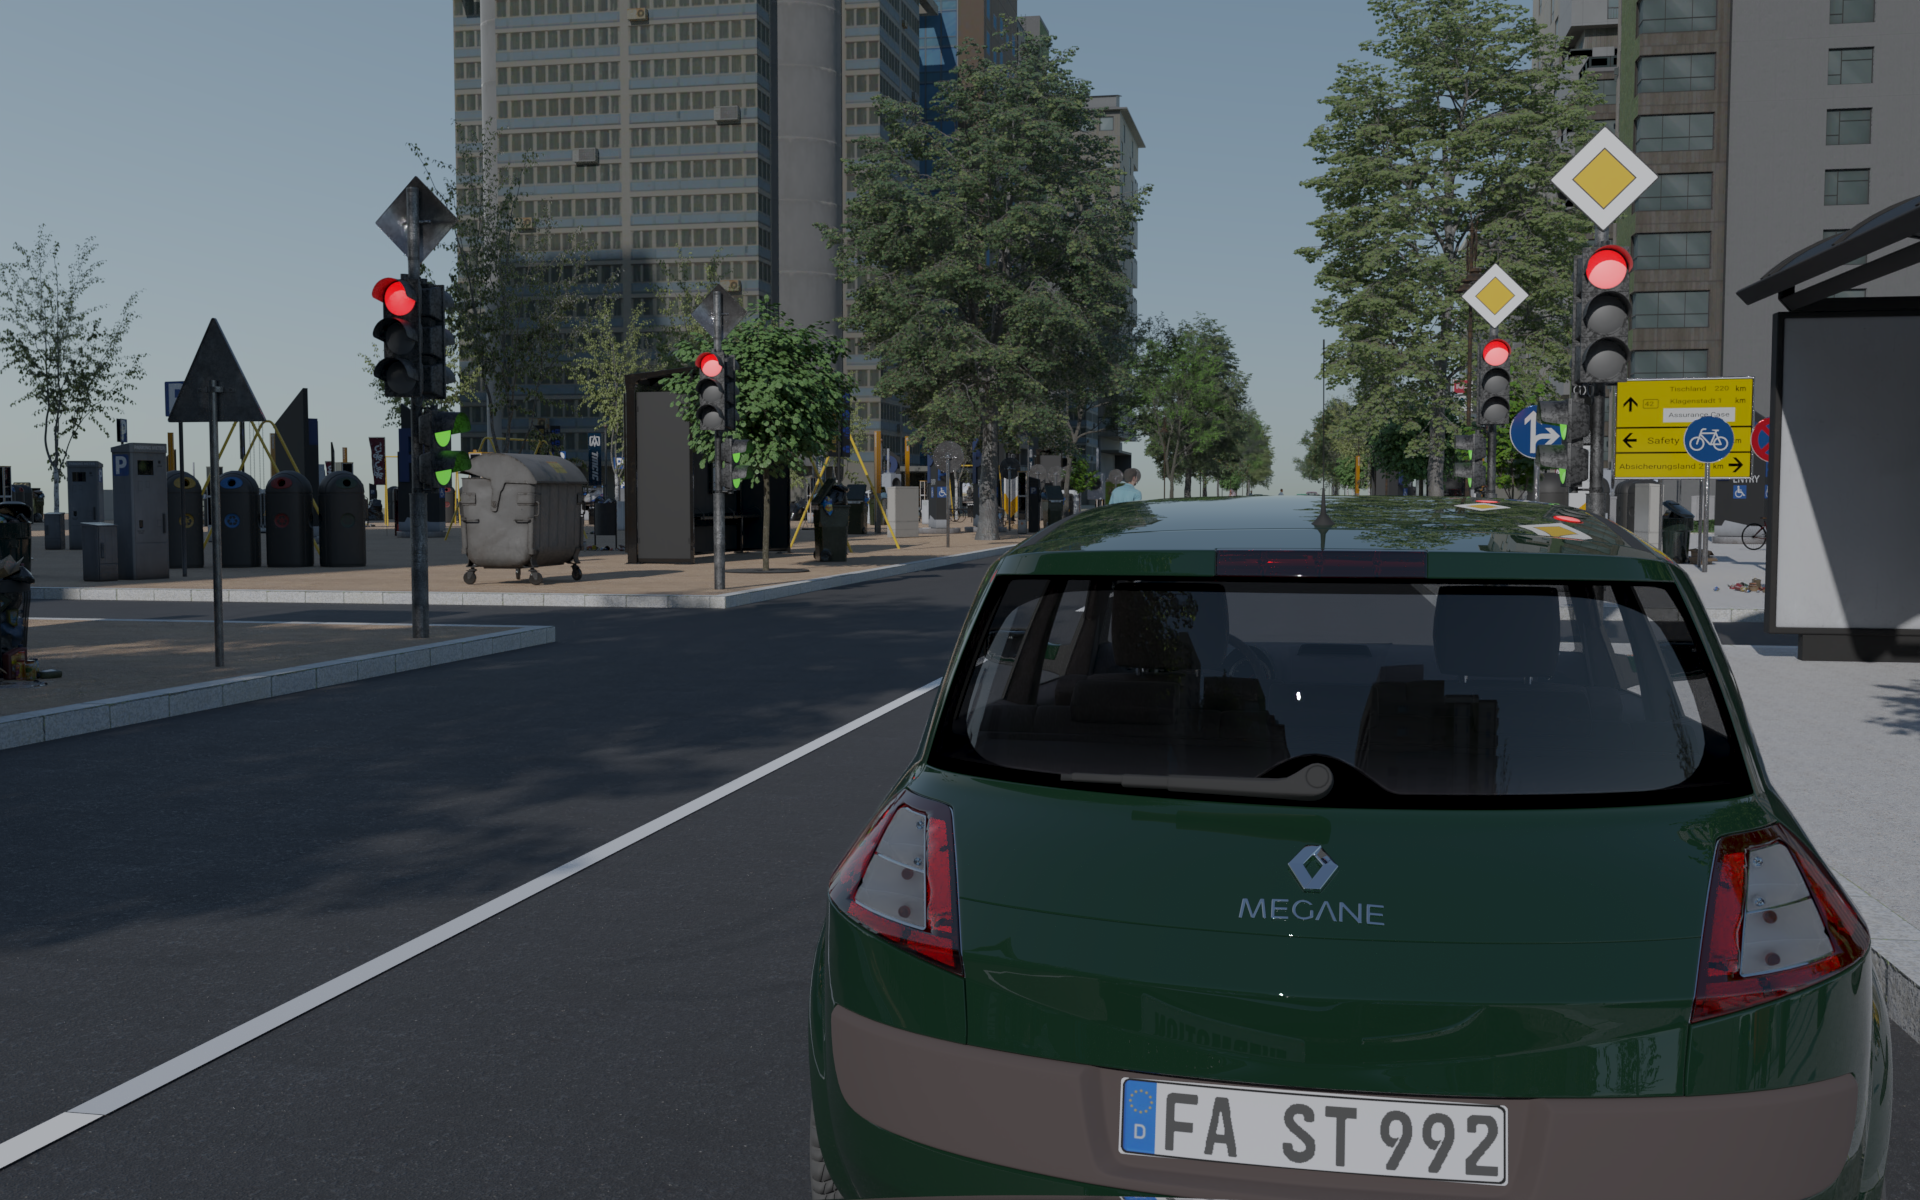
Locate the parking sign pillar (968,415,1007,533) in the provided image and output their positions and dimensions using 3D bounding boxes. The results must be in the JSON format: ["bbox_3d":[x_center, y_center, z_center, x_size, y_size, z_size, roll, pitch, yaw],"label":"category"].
[{"bbox_3d":[0.867,-4.270,58.293,1.447,3.967,1.447,-1,4,-21],"label":"parking sign pillar"}]

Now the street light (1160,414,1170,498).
[{"bbox_3d":[11.664,-7.702,98.707,0.468,5.910,1.993,1,4,11],"label":"street light"}]

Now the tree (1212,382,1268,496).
[{"bbox_3d":[25.514,-15.979,171.630,12.009,13.543,11.850,0,3,0],"label":"tree"}]

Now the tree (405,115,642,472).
[{"bbox_3d":[-8.949,-5.120,34.075,4.360,8.622,3.978,0,3,0],"label":"tree"}]

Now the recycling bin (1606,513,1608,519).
[{"bbox_3d":[8.098,-0.643,23.061,0.722,1.027,0.722,-2,4,-30],"label":"recycling bin"}]

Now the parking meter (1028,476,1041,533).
[{"bbox_3d":[2.479,-3.169,57.519,0.399,1.863,0.255,1,4,17],"label":"parking meter"}]

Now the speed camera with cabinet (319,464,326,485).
[{"bbox_3d":[-18.425,-3.379,49.577,0.660,3.252,2.038,-2,4,-24],"label":"speed camera with cabinet"}]

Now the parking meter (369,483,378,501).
[{"bbox_3d":[-31.384,-5.318,92.658,0.399,1.863,0.255,-1,4,-9],"label":"parking meter"}]

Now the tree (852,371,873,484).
[{"bbox_3d":[-6.838,-8.960,96.853,4.737,8.622,4.395,0,3,0],"label":"tree"}]

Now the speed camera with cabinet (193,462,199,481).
[{"bbox_3d":[-48.283,-6.941,107.816,2.038,3.252,0.660,2,4,30],"label":"speed camera with cabinet"}]

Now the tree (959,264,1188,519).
[{"bbox_3d":[4.064,-8.011,65.397,8.767,10.594,7.601,-1,4,-16],"label":"tree"}]

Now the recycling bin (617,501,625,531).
[{"bbox_3d":[-11.584,-2.966,61.049,0.722,1.027,0.722,3,4,36],"label":"recycling bin"}]

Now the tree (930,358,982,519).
[{"bbox_3d":[0.053,-8.372,87.245,4.360,8.622,3.978,0,3,0],"label":"tree"}]

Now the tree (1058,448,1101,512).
[{"bbox_3d":[5.111,-4.744,72.167,1.663,3.219,1.824,0,3,0],"label":"tree"}]

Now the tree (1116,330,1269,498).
[{"bbox_3d":[13.530,-11.343,111.218,9.928,11.665,9.643,0,3,0],"label":"tree"}]

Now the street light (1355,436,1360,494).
[{"bbox_3d":[23.723,-8.015,103.826,0.468,5.910,1.993,1,4,11],"label":"street light"}]

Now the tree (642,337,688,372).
[{"bbox_3d":[-13.680,-7.925,79.936,4.360,8.622,3.978,0,3,0],"label":"tree"}]

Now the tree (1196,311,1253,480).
[{"bbox_3d":[16.153,-13.214,122.696,9.857,13.997,8.962,0,3,0],"label":"tree"}]

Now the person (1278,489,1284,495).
[{"bbox_3d":[23.356,-7.172,125.743,0.705,1.826,1.348,-2,4,-26],"label":"person"}]

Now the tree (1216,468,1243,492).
[{"bbox_3d":[29.778,-12.638,190.347,4.285,4.588,4.351,0,3,0],"label":"tree"}]

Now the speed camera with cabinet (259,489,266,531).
[{"bbox_3d":[-23.589,-4.000,59.735,0.660,3.252,2.038,2,4,32],"label":"speed camera with cabinet"}]

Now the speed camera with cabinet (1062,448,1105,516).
[{"bbox_3d":[5.166,-4.879,74.112,2.038,3.252,0.660,1,4,17],"label":"speed camera with cabinet"}]

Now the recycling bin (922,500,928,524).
[{"bbox_3d":[-1.151,-3.729,73.525,0.722,1.027,0.722,2,4,26],"label":"recycling bin"}]

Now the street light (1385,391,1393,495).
[{"bbox_3d":[15.260,-5.449,61.883,0.468,5.910,1.993,1,4,11],"label":"street light"}]

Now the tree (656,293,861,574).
[{"bbox_3d":[-3.273,-2.734,28.409,4.285,4.588,4.351,0,3,0],"label":"tree"}]

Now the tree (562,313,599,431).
[{"bbox_3d":[-12.733,-7.031,65.318,4.737,8.622,4.395,0,3,0],"label":"tree"}]

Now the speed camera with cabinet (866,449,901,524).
[{"bbox_3d":[-3.415,-4.914,74.687,0.660,3.252,2.038,3,5,40],"label":"speed camera with cabinet"}]

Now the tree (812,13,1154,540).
[{"bbox_3d":[0.788,-8.646,48.011,9.857,13.997,8.962,0,3,0],"label":"tree"}]

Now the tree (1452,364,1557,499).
[{"bbox_3d":[8.259,-1.920,25.992,1.663,3.219,1.824,0,3,0],"label":"tree"}]

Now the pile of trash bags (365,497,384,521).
[{"bbox_3d":[-28.806,-4.500,83.321,1.912,1.369,3.447,-1,4,-11],"label":"pile of trash bags"}]

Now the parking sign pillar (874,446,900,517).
[{"bbox_3d":[-3.615,-5.965,86.003,1.447,3.967,1.447,0,4,-5],"label":"parking sign pillar"}]

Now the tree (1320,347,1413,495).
[{"bbox_3d":[20.640,-8.218,84.733,4.360,8.622,3.978,0,3,0],"label":"tree"}]

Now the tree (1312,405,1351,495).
[{"bbox_3d":[39.445,-14.851,177.223,7.601,10.594,8.767,-1,4,-21],"label":"tree"}]

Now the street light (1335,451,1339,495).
[{"bbox_3d":[37.018,-12.008,169.117,0.468,5.910,1.993,1,4,11],"label":"street light"}]

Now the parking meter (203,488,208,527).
[{"bbox_3d":[-29.733,-3.679,68.559,0.372,1.533,0.369,0,3,0],"label":"parking meter"}]

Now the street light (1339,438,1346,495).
[{"bbox_3d":[30.314,-10.003,136.339,0.468,5.910,1.993,1,4,11],"label":"street light"}]

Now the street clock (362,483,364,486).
[{"bbox_3d":[-36.531,-6.166,105.390,0.471,2.002,0.358,-2,4,-32],"label":"street clock"}]

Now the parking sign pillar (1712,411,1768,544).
[{"bbox_3d":[20.287,-3.446,44.808,1.447,3.967,1.447,-3,4,-39],"label":"parking sign pillar"}]

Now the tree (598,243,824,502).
[{"bbox_3d":[-7.377,-6.180,51.402,4.737,8.622,4.395,0,3,0],"label":"tree"}]

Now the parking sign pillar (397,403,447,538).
[{"bbox_3d":[-15.939,-3.839,51.234,1.447,3.967,1.447,1,4,9],"label":"parking sign pillar"}]

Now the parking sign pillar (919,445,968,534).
[{"bbox_3d":[-0.701,-4.138,56.128,1.447,3.967,1.447,-1,4,-12],"label":"parking sign pillar"}]

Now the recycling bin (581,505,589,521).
[{"bbox_3d":[-18.351,-4.383,84.221,0.722,1.027,0.722,-2,4,-25],"label":"recycling bin"}]

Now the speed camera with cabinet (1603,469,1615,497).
[{"bbox_3d":[23.016,-4.148,62.159,0.660,3.252,2.038,2,4,31],"label":"speed camera with cabinet"}]

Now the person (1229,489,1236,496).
[{"bbox_3d":[15.455,-5.461,98.455,0.551,1.740,0.621,3,5,40],"label":"person"}]

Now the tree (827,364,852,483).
[{"bbox_3d":[-7.662,-7.391,71.208,4.737,8.622,4.395,0,3,0],"label":"tree"}]

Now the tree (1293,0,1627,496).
[{"bbox_3d":[10.667,-7.303,37.524,7.486,12.596,7.792,0,3,0],"label":"tree"}]

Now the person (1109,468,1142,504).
[{"bbox_3d":[2.452,-1.080,26.177,0.660,1.820,0.620,3,4,37],"label":"person"}]

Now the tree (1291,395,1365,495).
[{"bbox_3d":[43.515,-17.323,200.239,9.611,12.733,9.660,0,3,0],"label":"tree"}]

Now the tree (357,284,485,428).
[{"bbox_3d":[-18.291,-6.704,59.971,4.737,8.622,4.395,0,3,0],"label":"tree"}]

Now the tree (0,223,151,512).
[{"bbox_3d":[-25.027,-5.988,48.267,4.360,8.622,3.978,0,3,0],"label":"tree"}]

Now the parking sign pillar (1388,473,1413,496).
[{"bbox_3d":[17.531,-4.917,68.867,1.447,3.967,1.447,3,5,41],"label":"parking sign pillar"}]

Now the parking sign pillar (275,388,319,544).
[{"bbox_3d":[-17.046,-3.429,44.533,1.447,3.967,1.447,3,4,36],"label":"parking sign pillar"}]

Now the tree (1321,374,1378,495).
[{"bbox_3d":[23.345,-9.124,99.534,4.737,8.622,4.395,0,3,0],"label":"tree"}]

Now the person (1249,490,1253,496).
[{"bbox_3d":[30.734,-10.648,182.684,0.705,1.814,1.350,3,5,42],"label":"person"}]

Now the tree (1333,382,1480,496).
[{"bbox_3d":[12.663,-3.903,47.532,4.285,4.588,4.351,0,3,0],"label":"tree"}]

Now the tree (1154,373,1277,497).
[{"bbox_3d":[21.576,-14.435,153.023,9.611,12.733,9.660,0,3,0],"label":"tree"}]

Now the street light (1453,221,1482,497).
[{"bbox_3d":[8.711,-3.477,29.634,0.468,5.910,1.993,1,4,11],"label":"street light"}]

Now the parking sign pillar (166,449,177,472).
[{"bbox_3d":[-47.418,-7.031,103.423,1.447,3.967,1.447,1,4,22],"label":"parking sign pillar"}]
